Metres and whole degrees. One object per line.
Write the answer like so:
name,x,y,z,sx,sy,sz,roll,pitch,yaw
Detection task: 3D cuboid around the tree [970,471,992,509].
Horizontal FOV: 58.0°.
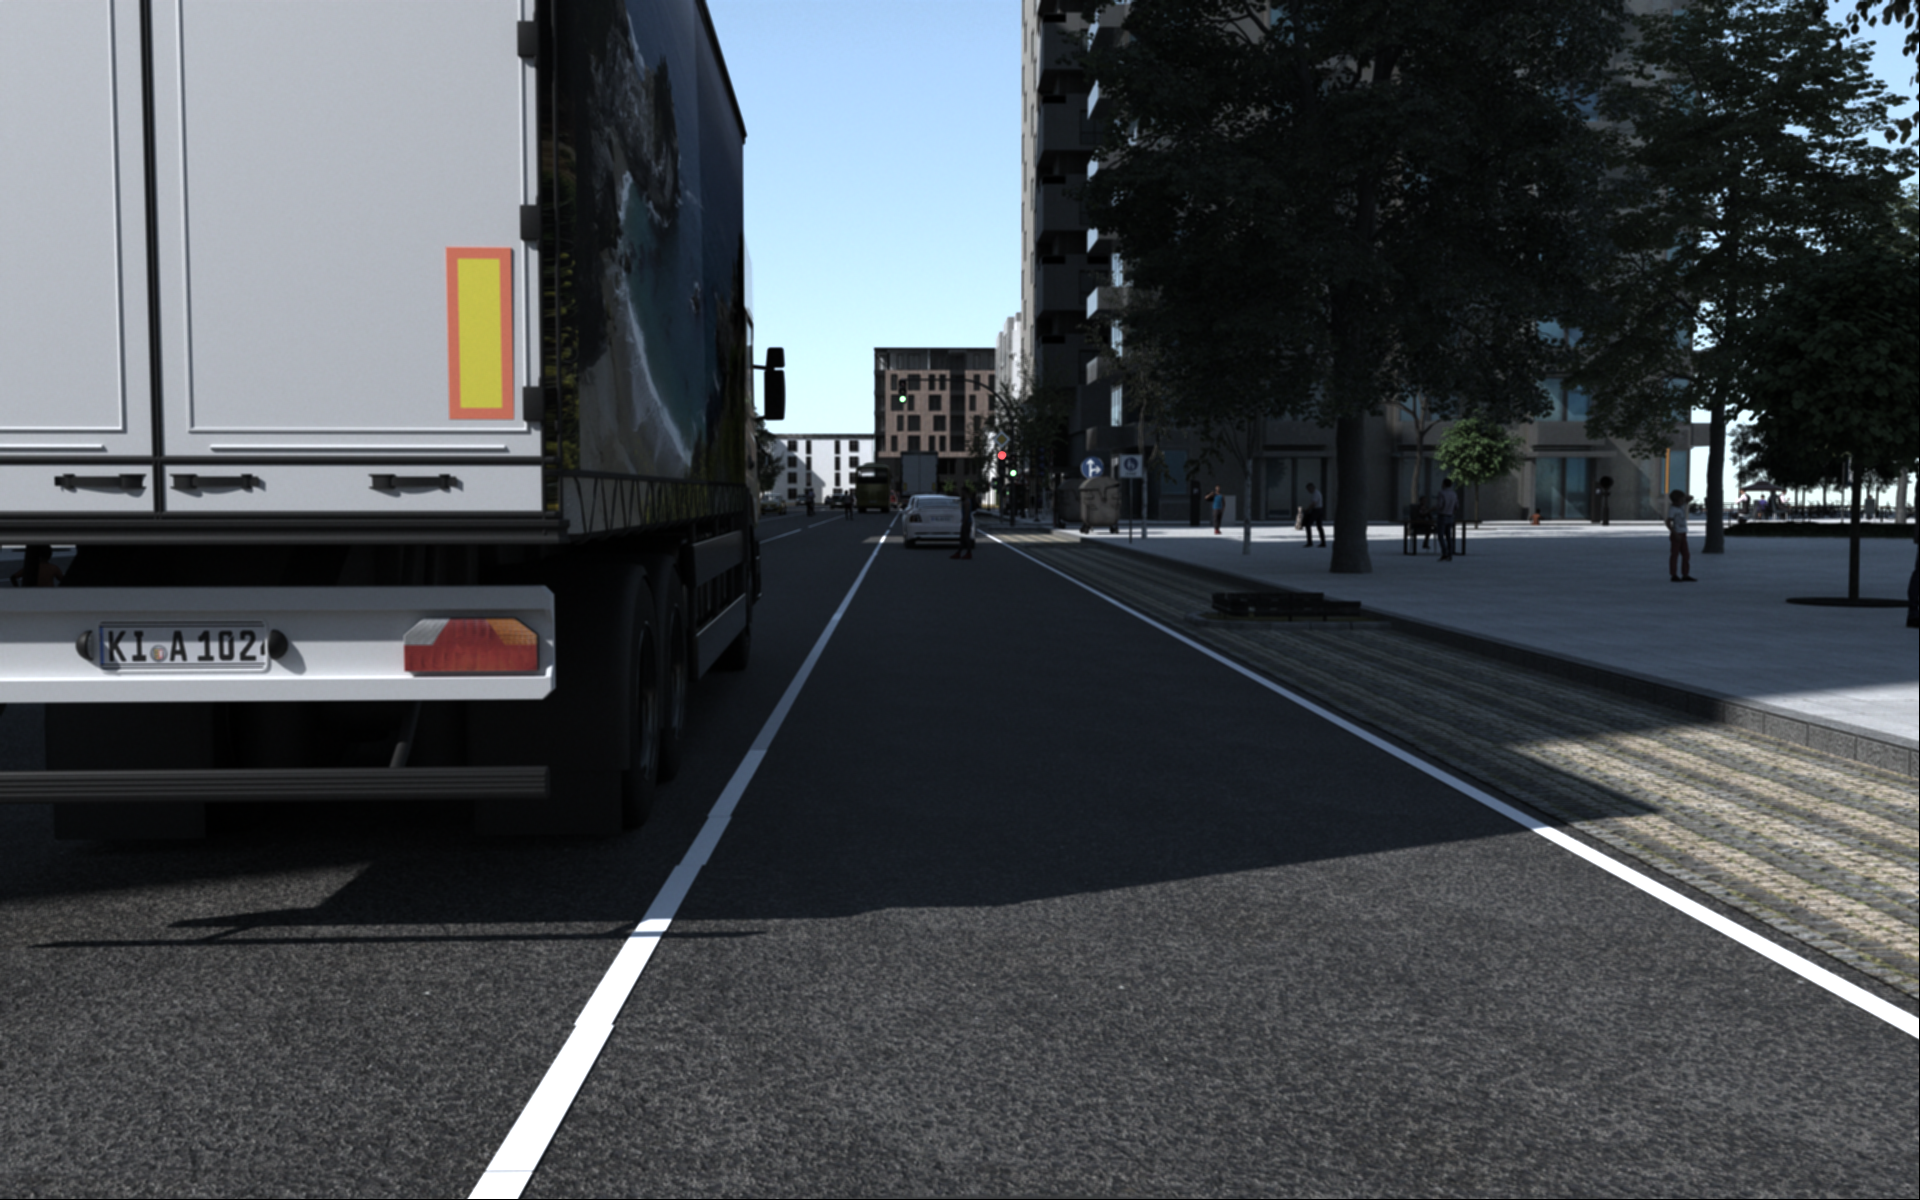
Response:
tree,1.941,-9.225,145.436,1.663,3.219,1.824,0,3,0

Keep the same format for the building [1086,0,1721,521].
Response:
building,21.969,-28.843,91.185,30.456,49.044,23.786,0,4,-2

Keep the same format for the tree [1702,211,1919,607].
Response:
tree,10.537,-2.226,20.104,4.285,4.588,4.351,0,3,0

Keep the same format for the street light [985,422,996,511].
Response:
street light,2.266,-8.493,111.394,1.470,5.913,1.316,0,4,-2

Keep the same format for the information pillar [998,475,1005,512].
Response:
information pillar,3.032,-8.220,125.747,0.504,3.616,0.183,-3,5,-39

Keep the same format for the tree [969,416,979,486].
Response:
tree,3.435,-9.645,108.059,4.737,8.622,4.395,0,3,0

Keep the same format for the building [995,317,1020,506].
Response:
building,12.852,-19.264,181.418,16.747,18.905,31.486,0,4,-2

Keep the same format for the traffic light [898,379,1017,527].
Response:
traffic light,-0.036,-5.725,68.270,4.771,5.953,1.251,0,4,-2

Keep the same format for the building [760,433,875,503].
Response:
building,-26.050,-18.314,241.581,28.070,9.664,9.099,0,4,-2

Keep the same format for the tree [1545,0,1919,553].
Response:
tree,16.726,-7.271,37.001,7.486,12.596,7.792,0,3,0

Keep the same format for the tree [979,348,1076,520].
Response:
tree,3.948,-8.275,85.651,4.737,8.622,4.395,0,3,0

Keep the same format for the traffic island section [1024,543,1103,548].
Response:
traffic island section,2.726,-1.439,46.400,1.991,0.108,1.994,0,4,-2

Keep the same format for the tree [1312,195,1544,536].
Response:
tree,14.068,-7.217,52.406,7.601,10.594,8.767,2,4,32

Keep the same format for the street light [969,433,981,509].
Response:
street light,1.640,-9.687,130.915,1.470,5.913,1.316,0,4,-2

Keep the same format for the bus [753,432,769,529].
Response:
bus,-7.730,-3.658,51.362,2.896,3.916,12.252,0,4,0

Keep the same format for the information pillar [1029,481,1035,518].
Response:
information pillar,3.906,-5.466,93.857,0.304,2.012,0.304,-1,4,-10

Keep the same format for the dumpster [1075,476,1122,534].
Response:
dumpster,4.537,-3.074,56.019,1.264,1.857,1.865,0,4,-2

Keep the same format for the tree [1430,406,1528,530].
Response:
tree,18.698,-4.841,62.862,4.285,4.588,4.351,0,3,0

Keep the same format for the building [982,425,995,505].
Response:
building,7.674,-16.475,211.507,9.099,9.664,28.070,0,4,-2

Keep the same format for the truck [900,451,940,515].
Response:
truck,-2.772,-7.950,118.892,2.839,4.237,11.283,0,4,-1

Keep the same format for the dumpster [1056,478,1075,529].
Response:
dumpster,4.248,-3.549,63.786,1.264,1.857,1.865,0,4,-2

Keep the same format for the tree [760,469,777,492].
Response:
tree,-24.810,-14.441,219.820,4.285,4.588,4.351,0,3,0

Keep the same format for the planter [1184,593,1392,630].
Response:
planter,3.517,0.125,19.091,1.991,0.319,1.994,0,4,-2

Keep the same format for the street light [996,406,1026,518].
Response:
street light,2.835,-7.298,91.870,1.470,5.913,1.316,0,4,-2

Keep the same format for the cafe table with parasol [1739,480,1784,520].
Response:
cafe table with parasol,39.344,-4.899,84.964,2.610,1.966,2.610,0,4,-4

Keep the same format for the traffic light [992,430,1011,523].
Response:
traffic light,1.823,-5.354,76.453,0.839,4.253,0.868,0,4,-2

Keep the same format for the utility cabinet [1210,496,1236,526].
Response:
utility cabinet,10.447,-3.530,68.873,1.020,1.237,0.306,-1,4,-20

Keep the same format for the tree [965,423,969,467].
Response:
tree,2.099,-12.513,154.953,4.737,8.622,4.395,0,3,0

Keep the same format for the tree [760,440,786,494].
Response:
tree,-24.881,-16.862,226.056,4.360,8.622,3.978,0,3,0

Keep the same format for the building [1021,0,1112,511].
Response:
building,18.753,-33.001,128.797,28.713,52.752,27.495,0,4,-2

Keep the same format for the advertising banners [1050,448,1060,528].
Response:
advertising banners,3.620,-4.258,65.810,0.090,3.025,2.074,0,4,-7

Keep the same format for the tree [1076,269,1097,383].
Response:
tree,5.461,-6.022,48.829,4.360,8.622,3.978,0,3,0

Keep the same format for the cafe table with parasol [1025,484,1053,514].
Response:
cafe table with parasol,5.002,-6.610,112.944,2.610,1.966,2.610,-3,4,-36

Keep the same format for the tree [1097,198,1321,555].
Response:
tree,5.931,-5.282,36.729,4.360,8.622,3.978,0,3,0

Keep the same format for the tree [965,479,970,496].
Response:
tree,0.924,-12.454,198.219,1.663,3.219,1.824,0,3,0

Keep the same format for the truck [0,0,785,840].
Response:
truck,-2.691,-1.329,10.635,2.839,4.237,11.283,0,4,-3

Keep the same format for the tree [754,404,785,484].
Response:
tree,-24.853,-17.018,195.259,9.611,12.733,9.660,0,3,0

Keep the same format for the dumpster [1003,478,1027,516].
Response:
dumpster,3.206,-6.132,102.750,1.502,2.255,1.985,0,4,-2

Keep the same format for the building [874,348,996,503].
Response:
building,4.000,-24.976,252.334,32.646,21.610,27.936,0,4,-2

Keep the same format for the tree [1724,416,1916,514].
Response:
tree,57.897,-9.452,117.450,11.467,7.101,20.602,0,4,-2

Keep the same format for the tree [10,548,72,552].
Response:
tree,-20.497,-6.898,38.539,9.928,11.665,9.643,0,3,0

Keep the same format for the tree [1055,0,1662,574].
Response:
tree,6.278,-7.412,27.849,9.857,13.997,8.962,0,3,0

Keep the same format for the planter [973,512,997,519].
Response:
planter,1.136,-4.925,101.660,1.991,0.319,1.994,0,4,-2

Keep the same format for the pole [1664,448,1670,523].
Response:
pole,31.457,-5.090,77.066,0.158,3.312,0.155,0,3,0

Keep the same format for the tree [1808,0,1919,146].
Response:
tree,6.975,-3.710,11.024,4.360,8.622,3.978,0,3,0

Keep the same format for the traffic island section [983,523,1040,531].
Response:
traffic island section,2.093,-2.832,68.586,2.009,0.180,2.903,0,4,-2

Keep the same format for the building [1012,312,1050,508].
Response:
building,12.908,-18.521,159.234,16.016,20.091,11.380,0,4,-2

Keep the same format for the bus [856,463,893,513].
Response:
bus,-6.702,-8.791,135.275,2.896,3.916,12.252,0,4,-2
